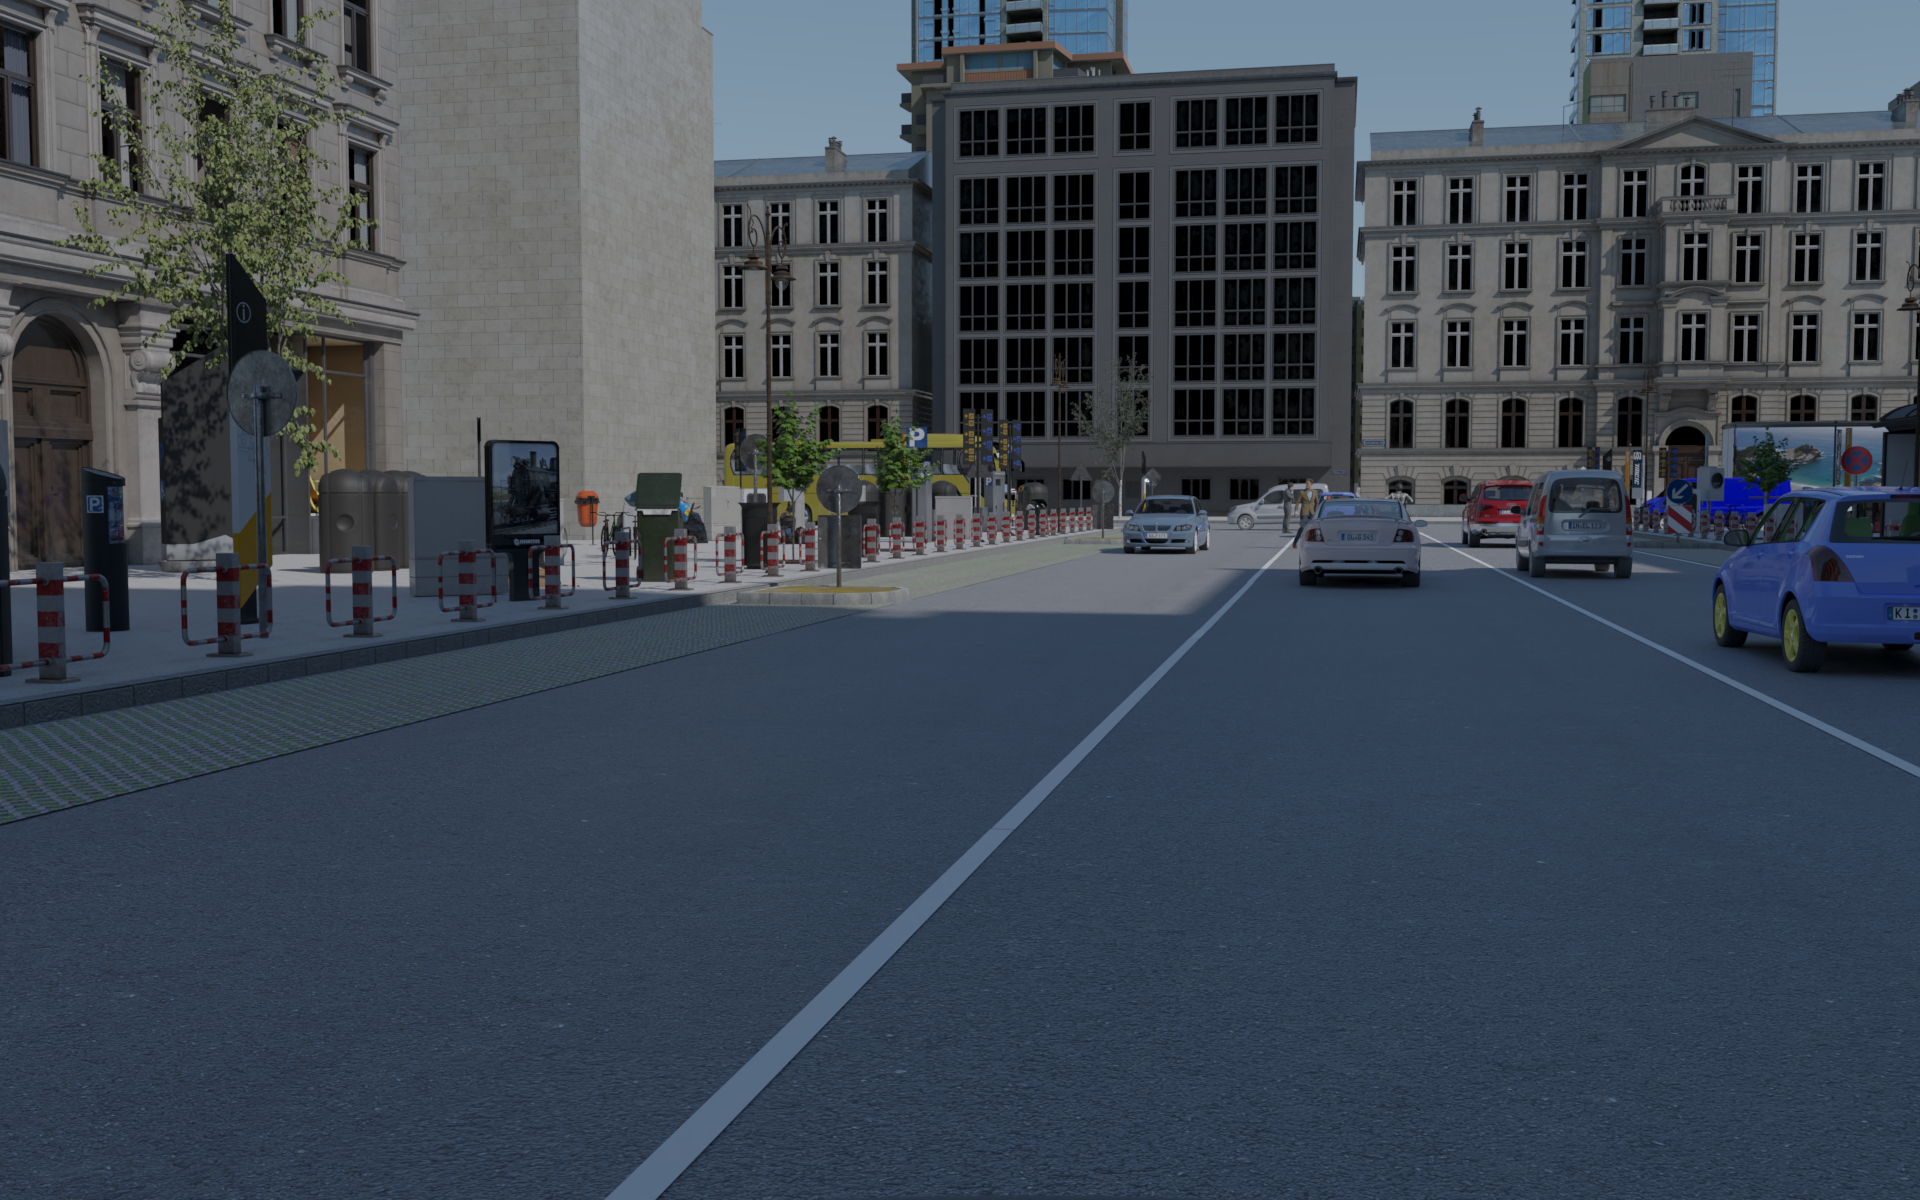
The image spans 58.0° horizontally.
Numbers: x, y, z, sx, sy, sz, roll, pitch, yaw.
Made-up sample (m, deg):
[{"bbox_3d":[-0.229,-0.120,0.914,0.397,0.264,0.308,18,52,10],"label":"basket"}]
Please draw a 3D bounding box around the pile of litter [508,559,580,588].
[{"bbox_3d":[-6.131,-0.617,24.057,1.719,0.858,1.176,2,4,33],"label":"pile of litter"}]

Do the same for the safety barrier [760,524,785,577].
[{"bbox_3d":[-2.896,-0.768,26.825,0.300,0.817,1.120,1,4,12],"label":"safety barrier"}]

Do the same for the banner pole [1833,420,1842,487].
[{"bbox_3d":[29.750,-4.206,58.782,0.863,3.779,0.401,-3,5,-45],"label":"banner pole"}]

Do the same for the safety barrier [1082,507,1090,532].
[{"bbox_3d":[4.100,-2.721,58.761,0.300,0.817,1.120,1,4,12],"label":"safety barrier"}]

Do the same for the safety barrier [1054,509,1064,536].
[{"bbox_3d":[2.868,-2.377,53.141,0.300,0.817,1.120,1,4,12],"label":"safety barrier"}]

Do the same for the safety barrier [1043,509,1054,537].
[{"bbox_3d":[2.457,-2.263,51.268,0.300,0.817,1.120,1,4,12],"label":"safety barrier"}]

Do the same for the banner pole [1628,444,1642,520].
[{"bbox_3d":[33.413,-5.864,85.891,0.863,3.779,0.401,0,4,-3],"label":"banner pole"}]

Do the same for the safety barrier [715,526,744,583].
[{"bbox_3d":[-3.310,-0.652,24.939,0.300,0.817,1.120,1,4,12],"label":"safety barrier"}]

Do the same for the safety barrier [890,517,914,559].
[{"bbox_3d":[-1.251,-1.227,34.338,0.300,0.817,1.120,1,4,12],"label":"safety barrier"}]

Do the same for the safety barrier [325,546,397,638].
[{"bbox_3d":[-5.362,-0.077,15.538,0.300,0.817,1.120,1,4,12],"label":"safety barrier"}]

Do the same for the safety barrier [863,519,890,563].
[{"bbox_3d":[-1.656,-1.112,32.464,0.300,0.817,1.120,1,4,12],"label":"safety barrier"}]

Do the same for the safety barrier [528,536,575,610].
[{"bbox_3d":[-4.539,-0.307,19.294,0.300,0.817,1.120,1,4,12],"label":"safety barrier"}]

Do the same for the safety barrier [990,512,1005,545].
[{"bbox_3d":[0.808,-1.802,43.733,0.300,0.817,1.120,1,4,12],"label":"safety barrier"}]

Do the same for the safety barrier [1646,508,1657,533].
[{"bbox_3d":[22.894,-2.610,56.942,0.300,0.817,1.120,1,4,12],"label":"safety barrier"}]

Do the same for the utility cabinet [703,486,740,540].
[{"bbox_3d":[-6.541,-2.385,47.676,0.318,1.500,1.173,2,4,34],"label":"utility cabinet"}]

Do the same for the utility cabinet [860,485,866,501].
[{"bbox_3d":[-2.638,-2.231,45.162,0.318,1.500,1.173,0,4,-5],"label":"utility cabinet"}]

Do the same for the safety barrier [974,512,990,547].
[{"bbox_3d":[0.401,-1.687,41.859,0.300,0.817,1.120,1,4,12],"label":"safety barrier"}]

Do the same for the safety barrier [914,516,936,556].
[{"bbox_3d":[-0.838,-1.342,36.222,0.300,0.817,1.120,1,4,12],"label":"safety barrier"}]

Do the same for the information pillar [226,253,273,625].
[{"bbox_3d":[-7.032,-1.577,17.136,0.183,3.616,0.504,1,4,17],"label":"information pillar"}]

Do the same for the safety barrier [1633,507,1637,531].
[{"bbox_3d":[23.711,-2.839,60.688,0.300,0.817,1.120,1,4,12],"label":"safety barrier"}]

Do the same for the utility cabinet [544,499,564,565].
[{"bbox_3d":[-7.478,-1.200,30.788,0.306,1.237,1.020,2,4,28],"label":"utility cabinet"}]

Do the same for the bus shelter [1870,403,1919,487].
[{"bbox_3d":[20.863,-2.582,36.137,2.014,3.302,5.546,1,4,12],"label":"bus shelter"}]

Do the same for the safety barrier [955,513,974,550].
[{"bbox_3d":[-0.009,-1.573,39.986,0.300,0.817,1.120,1,4,12],"label":"safety barrier"}]

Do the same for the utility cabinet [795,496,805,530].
[{"bbox_3d":[-5.372,-2.860,57.925,0.306,1.237,1.020,0,4,-2],"label":"utility cabinet"}]

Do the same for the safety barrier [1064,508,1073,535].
[{"bbox_3d":[3.278,-2.492,55.013,0.300,0.817,1.120,1,4,12],"label":"safety barrier"}]

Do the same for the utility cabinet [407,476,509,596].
[{"bbox_3d":[-6.340,-0.808,21.891,1.173,1.500,0.318,-2,4,-32],"label":"utility cabinet"}]

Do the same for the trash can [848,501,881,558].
[{"bbox_3d":[-1.972,-1.437,35.146,0.748,1.137,0.748,0,3,0],"label":"trash can"}]

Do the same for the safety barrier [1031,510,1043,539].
[{"bbox_3d":[2.049,-2.147,49.382,0.300,0.817,1.120,1,4,12],"label":"safety barrier"}]

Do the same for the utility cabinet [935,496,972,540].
[{"bbox_3d":[-0.174,-2.299,48.742,1.020,1.237,0.306,1,4,12],"label":"utility cabinet"}]

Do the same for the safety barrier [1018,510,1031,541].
[{"bbox_3d":[1.632,-2.032,47.491,0.300,0.817,1.120,1,4,12],"label":"safety barrier"}]

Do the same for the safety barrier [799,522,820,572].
[{"bbox_3d":[-2.483,-0.882,28.700,0.300,0.817,1.120,1,4,12],"label":"safety barrier"}]

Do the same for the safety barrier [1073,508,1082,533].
[{"bbox_3d":[3.692,-2.606,56.888,0.300,0.817,1.120,1,4,12],"label":"safety barrier"}]

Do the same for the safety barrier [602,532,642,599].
[{"bbox_3d":[-4.127,-0.422,21.173,0.300,0.817,1.120,1,4,12],"label":"safety barrier"}]

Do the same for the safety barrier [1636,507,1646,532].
[{"bbox_3d":[23.301,-2.724,58.815,0.300,0.817,1.120,1,4,12],"label":"safety barrier"}]

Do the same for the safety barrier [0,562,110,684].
[{"bbox_3d":[-6.185,0.152,11.787,0.300,0.817,1.120,1,4,12],"label":"safety barrier"}]

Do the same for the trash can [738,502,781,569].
[{"bbox_3d":[-3.432,-1.101,29.658,0.748,1.137,0.748,0,3,0],"label":"trash can"}]

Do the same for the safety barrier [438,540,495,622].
[{"bbox_3d":[-4.952,-0.192,17.418,0.300,0.817,1.120,1,4,12],"label":"safety barrier"}]

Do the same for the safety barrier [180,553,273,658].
[{"bbox_3d":[-5.772,0.037,13.666,0.300,0.817,1.120,1,4,12],"label":"safety barrier"}]

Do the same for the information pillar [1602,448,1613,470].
[{"bbox_3d":[32.950,-5.922,88.180,0.504,3.616,0.183,3,5,41],"label":"information pillar"}]

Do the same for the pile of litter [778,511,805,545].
[{"bbox_3d":[-4.552,-1.858,44.343,1.719,0.858,1.176,-1,4,-16],"label":"pile of litter"}]

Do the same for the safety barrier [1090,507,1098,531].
[{"bbox_3d":[4.506,-2.835,60.634,0.300,0.817,1.120,1,4,12],"label":"safety barrier"}]

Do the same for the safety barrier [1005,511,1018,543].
[{"bbox_3d":[1.223,-1.917,45.614,0.300,0.817,1.120,1,4,12],"label":"safety barrier"}]

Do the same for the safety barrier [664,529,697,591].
[{"bbox_3d":[-3.716,-0.537,23.055,0.300,0.817,1.120,1,4,12],"label":"safety barrier"}]

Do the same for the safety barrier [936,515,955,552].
[{"bbox_3d":[-0.424,-1.457,38.098,0.300,0.817,1.120,1,4,12],"label":"safety barrier"}]

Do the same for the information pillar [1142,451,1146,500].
[{"bbox_3d":[9.882,-6.231,93.226,0.183,3.616,0.504,-1,4,-11],"label":"information pillar"}]
